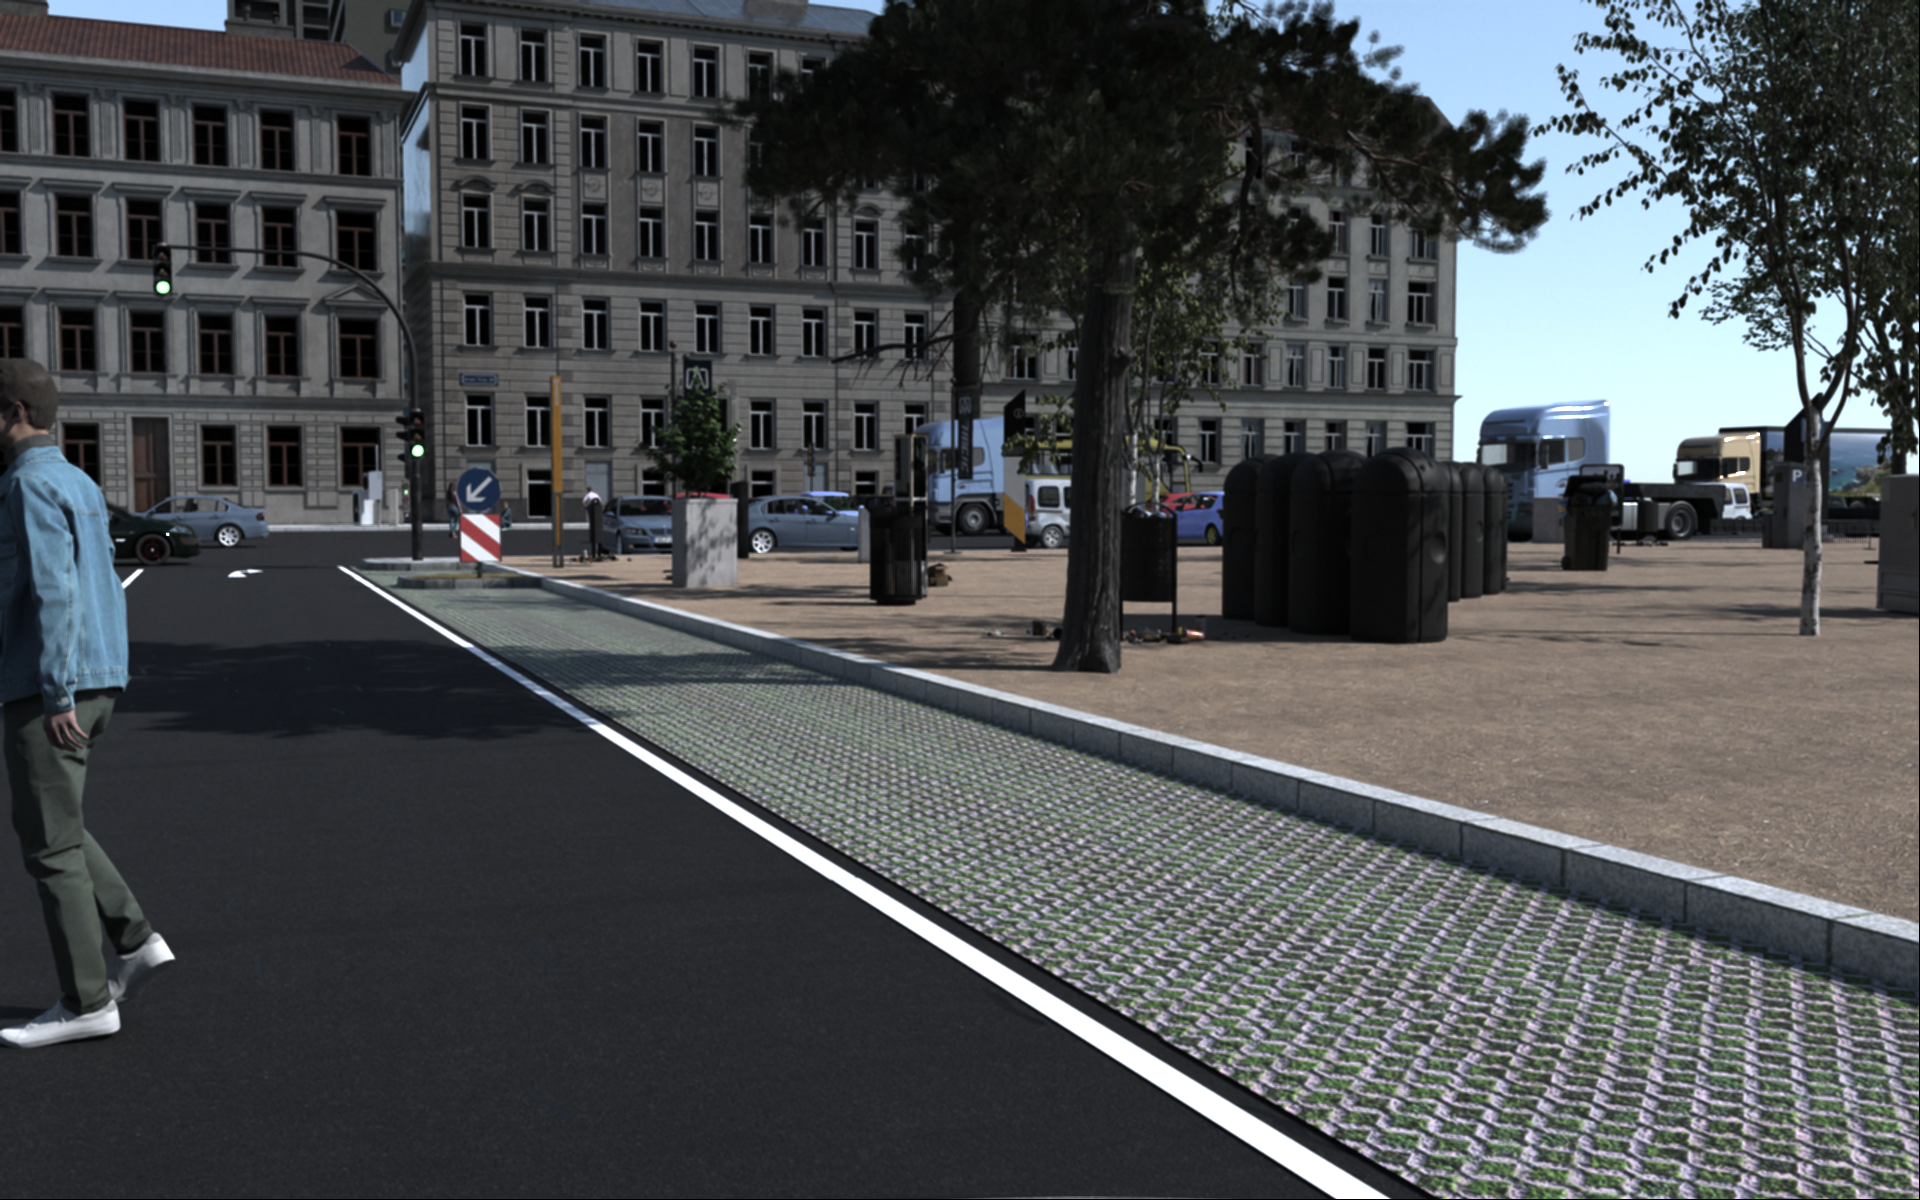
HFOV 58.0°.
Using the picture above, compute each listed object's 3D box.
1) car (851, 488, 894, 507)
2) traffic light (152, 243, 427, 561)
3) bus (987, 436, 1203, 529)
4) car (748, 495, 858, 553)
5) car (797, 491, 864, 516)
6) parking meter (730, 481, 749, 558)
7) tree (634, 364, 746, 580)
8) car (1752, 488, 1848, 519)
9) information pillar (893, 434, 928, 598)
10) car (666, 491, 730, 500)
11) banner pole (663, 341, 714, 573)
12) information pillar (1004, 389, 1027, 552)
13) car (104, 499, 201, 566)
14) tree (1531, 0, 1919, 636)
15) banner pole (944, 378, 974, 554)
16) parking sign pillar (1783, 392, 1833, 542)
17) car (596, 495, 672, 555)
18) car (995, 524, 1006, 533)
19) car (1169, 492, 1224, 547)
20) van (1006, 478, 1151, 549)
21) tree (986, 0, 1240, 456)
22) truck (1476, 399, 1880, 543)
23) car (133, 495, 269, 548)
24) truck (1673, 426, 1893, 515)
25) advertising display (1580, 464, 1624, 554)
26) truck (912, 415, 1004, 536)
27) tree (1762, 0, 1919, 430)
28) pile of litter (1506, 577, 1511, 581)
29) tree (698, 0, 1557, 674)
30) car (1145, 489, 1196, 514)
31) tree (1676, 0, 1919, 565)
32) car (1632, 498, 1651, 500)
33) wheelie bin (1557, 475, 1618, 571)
[{"bbox_3d":[-3.358,-3.242,62.796,2.009,1.686,4.222,-2,4,-23],"label":"car"},{"bbox_3d":[-12.407,-3.532,32.415,4.771,5.953,1.251,-1,4,-23],"label":"traffic light"},{"bbox_3d":[4.112,-4.945,72.398,12.252,3.916,2.896,-1,4,-23],"label":"bus"},{"bbox_3d":[-3.810,-1.815,41.681,4.499,1.417,2.014,-2,4,-24],"label":"car"},{"bbox_3d":[-3.665,-2.355,48.092,1.945,1.707,3.694,-1,4,-22],"label":"car"},{"bbox_3d":[-4.413,-1.603,34.614,0.372,1.533,0.369,0,3,0],"label":"parking meter"},{"bbox_3d":[-4.060,-1.923,26.044,1.663,3.219,1.824,0,3,0],"label":"tree"},{"bbox_3d":[31.975,-3.418,65.679,4.222,1.686,2.009,-2,4,-25],"label":"car"},{"bbox_3d":[-0.609,-1.033,21.388,0.304,2.012,0.304,3,5,41],"label":"information pillar"},{"bbox_3d":[-8.442,-2.609,51.702,4.494,1.783,2.155,-1,4,-23],"label":"car"},{"bbox_3d":[-4.453,-2.348,28.402,0.863,3.779,0.401,-1,4,-13],"label":"banner pole"},{"bbox_3d":[1.222,-2.877,38.397,0.504,3.616,0.183,0,4,-4],"label":"information pillar"},{"bbox_3d":[-17.505,-1.523,34.684,4.222,1.686,2.009,-2,4,-23],"label":"car"},{"bbox_3d":[7.522,-3.976,15.378,4.360,8.622,3.978,0,3,0],"label":"tree"},{"bbox_3d":[0.005,-2.881,37.124,0.401,3.779,0.863,-3,5,-42],"label":"banner pole"},{"bbox_3d":[22.796,-3.559,46.666,1.447,3.967,1.447,-1,4,-13],"label":"parking sign pillar"},{"bbox_3d":[-7.106,-1.657,39.090,2.014,1.417,4.499,-1,4,-21],"label":"car"},{"bbox_3d":[3.138,-3.142,63.944,3.894,1.354,1.945,-1,4,-22],"label":"car"},{"bbox_3d":[7.061,-2.371,48.360,1.945,1.707,3.694,-2,4,-23],"label":"car"},{"bbox_3d":[3.329,-2.400,46.248,4.112,2.044,2.013,-1,4,-23],"label":"van"},{"bbox_3d":[1.968,-4.345,21.408,4.737,8.622,4.395,0,3,0],"label":"tree"},{"bbox_3d":[23.291,-3.829,52.364,18.799,4.110,2.967,-1,4,-22],"label":"truck"},{"bbox_3d":[-20.886,-2.096,46.266,4.499,1.417,2.014,-1,4,-22],"label":"car"},{"bbox_3d":[34.710,-5.163,73.335,11.283,4.237,2.839,-2,4,-24],"label":"truck"},{"bbox_3d":[13.878,-1.975,37.504,0.123,1.923,0.974,-3,5,-40],"label":"advertising display"},{"bbox_3d":[6.525,-4.442,62.389,18.799,4.110,2.967,-1,4,-23],"label":"truck"},{"bbox_3d":[12.938,-4.445,23.036,4.737,8.622,4.395,0,3,0],"label":"tree"},{"bbox_3d":[7.303,-0.714,25.647,1.719,0.858,1.176,1,4,11],"label":"pile of litter"},{"bbox_3d":[1.051,-5.522,12.347,6.751,12.117,7.091,0,3,0],"label":"tree"},{"bbox_3d":[9.120,-3.544,66.979,4.494,1.783,2.155,-2,4,-24],"label":"car"},{"bbox_3d":[17.180,-6.468,31.512,9.928,11.665,9.643,0,3,0],"label":"tree"},{"bbox_3d":[30.339,-4.162,77.632,3.694,1.707,1.945,-1,4,-22],"label":"car"},{"bbox_3d":[10.555,-1.294,29.062,0.980,1.594,0.693,0,4,-3],"label":"wheelie bin"}]
